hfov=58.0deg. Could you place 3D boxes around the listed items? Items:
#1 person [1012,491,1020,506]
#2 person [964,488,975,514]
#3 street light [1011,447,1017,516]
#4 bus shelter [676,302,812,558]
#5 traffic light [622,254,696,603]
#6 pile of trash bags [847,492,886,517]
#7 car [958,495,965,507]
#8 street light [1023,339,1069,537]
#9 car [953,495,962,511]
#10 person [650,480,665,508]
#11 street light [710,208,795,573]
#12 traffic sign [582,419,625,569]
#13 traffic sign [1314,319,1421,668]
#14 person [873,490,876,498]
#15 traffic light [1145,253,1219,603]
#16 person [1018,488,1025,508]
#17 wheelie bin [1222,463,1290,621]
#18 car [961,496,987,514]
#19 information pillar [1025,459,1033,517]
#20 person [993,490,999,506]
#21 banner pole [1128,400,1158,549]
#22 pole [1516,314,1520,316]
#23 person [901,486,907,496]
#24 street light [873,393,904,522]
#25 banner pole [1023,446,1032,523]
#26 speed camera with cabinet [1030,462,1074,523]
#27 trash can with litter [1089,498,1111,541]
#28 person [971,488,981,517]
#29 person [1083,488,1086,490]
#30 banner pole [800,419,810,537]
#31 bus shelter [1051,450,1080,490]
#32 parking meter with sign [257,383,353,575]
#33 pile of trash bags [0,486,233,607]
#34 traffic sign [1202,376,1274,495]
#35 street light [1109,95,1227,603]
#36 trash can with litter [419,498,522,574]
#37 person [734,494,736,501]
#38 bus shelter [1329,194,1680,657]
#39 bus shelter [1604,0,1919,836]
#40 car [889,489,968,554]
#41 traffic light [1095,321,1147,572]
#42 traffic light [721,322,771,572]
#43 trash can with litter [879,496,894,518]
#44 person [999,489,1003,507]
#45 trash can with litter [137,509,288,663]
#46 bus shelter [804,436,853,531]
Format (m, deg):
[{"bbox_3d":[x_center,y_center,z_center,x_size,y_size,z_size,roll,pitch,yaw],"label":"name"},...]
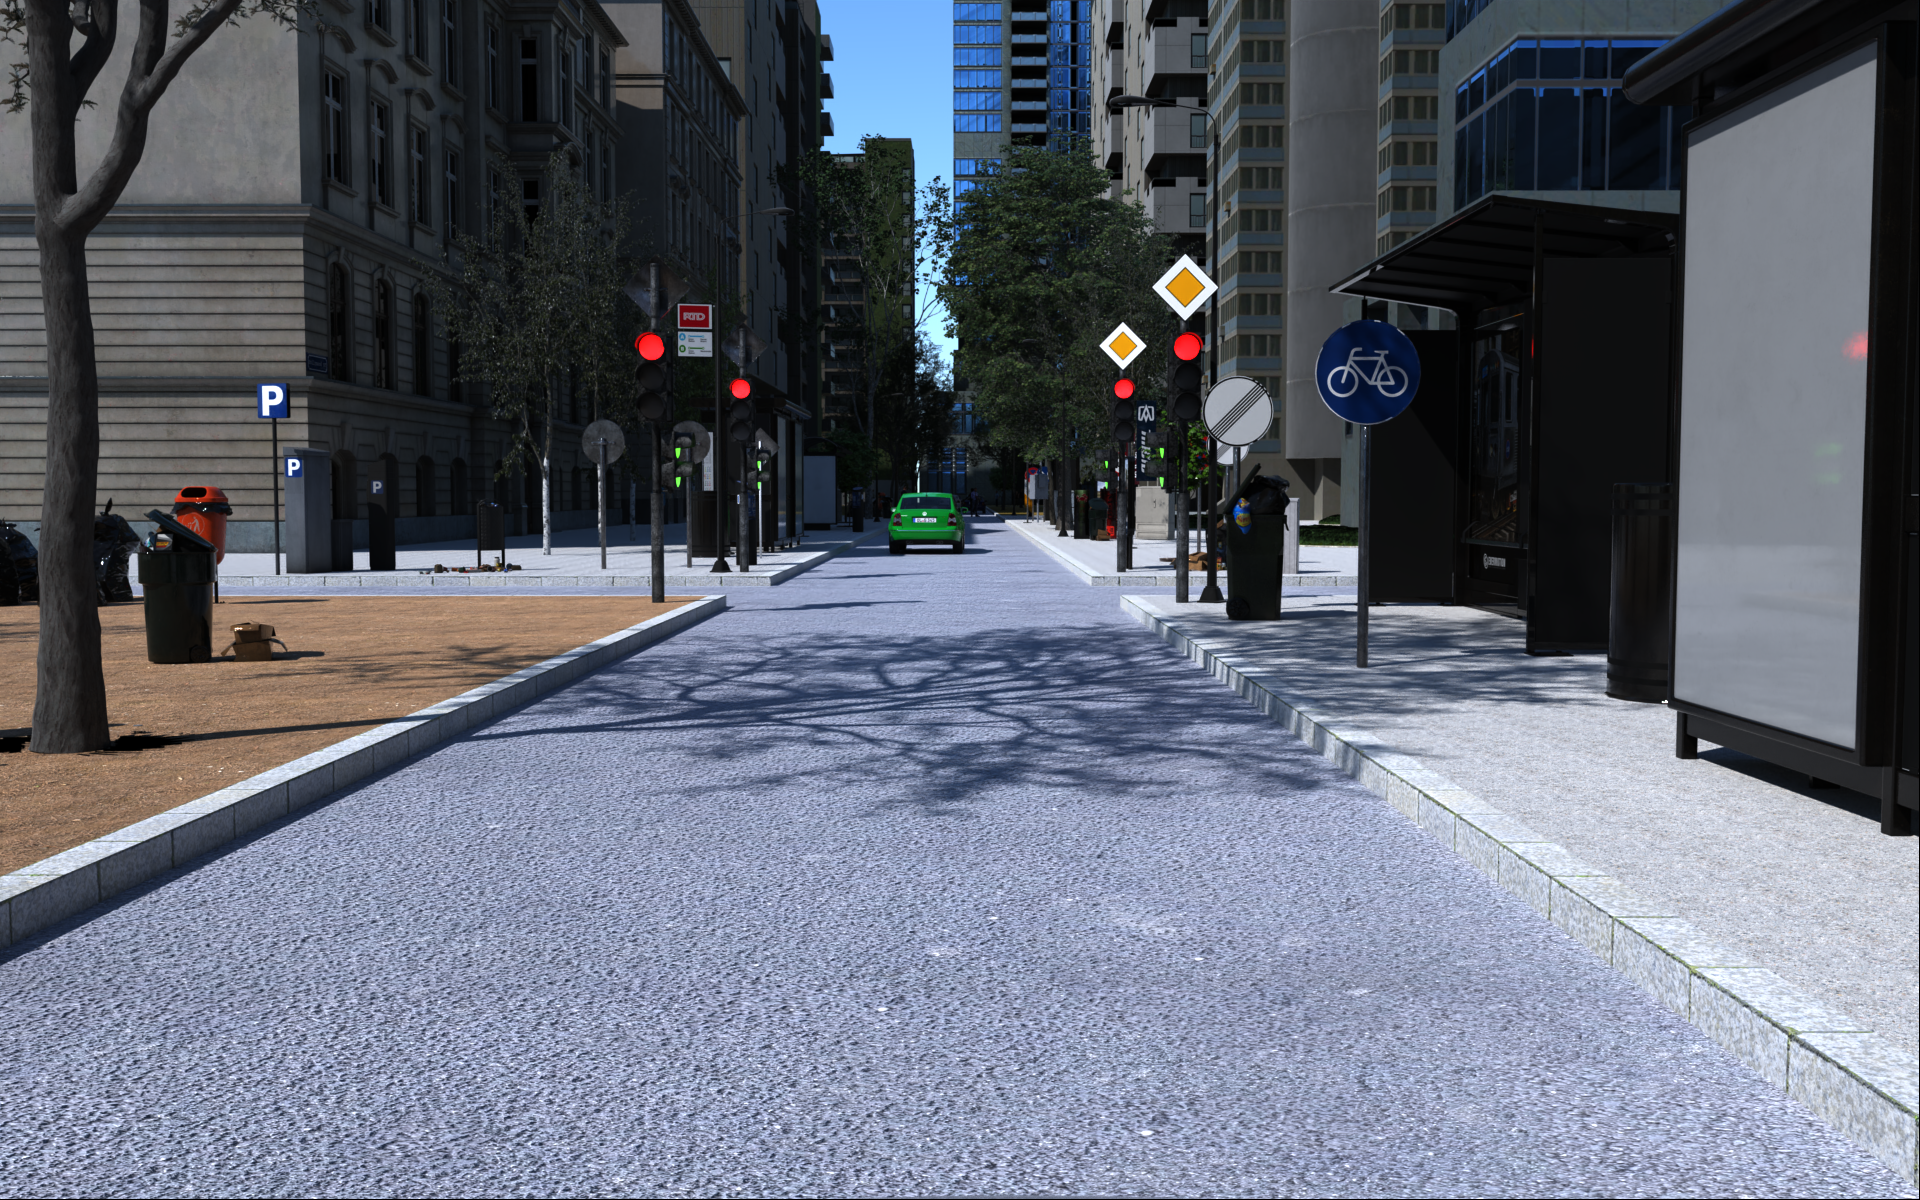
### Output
[{"bbox_3d":[6.051,-10.743,184.662,1.217,1.766,0.721,0,4,5],"label":"person"},{"bbox_3d":[0.876,-7.139,124.846,1.348,1.869,0.705,-3,4,-36],"label":"person"},{"bbox_3d":[2.686,-7.990,103.172,1.470,5.913,1.316,0,4,0],"label":"street light"},{"bbox_3d":[-4.834,-3.758,39.073,2.179,5.291,8.768,0,4,0],"label":"bus shelter"},{"bbox_3d":[-3.552,-1.923,20.367,0.839,4.253,0.868,0,4,0],"label":"traffic light"},{"bbox_3d":[-4.952,-5.265,95.843,1.912,1.369,3.447,-2,4,-29],"label":"pile of trash bags"},{"bbox_3d":[-0.546,-8.531,152.055,1.945,1.354,3.894,0,4,0],"label":"car"},{"bbox_3d":[2.576,-4.864,52.074,1.470,5.913,1.316,0,4,0],"label":"street light"},{"bbox_3d":[-0.823,-8.154,145.687,2.083,1.381,4.827,0,3,0],"label":"car"},{"bbox_3d":[-10.135,-3.167,58.167,0.601,1.785,0.444,-2,4,-35],"label":"person"},{"bbox_3d":[-3.381,-3.407,28.242,1.470,5.913,1.316,0,4,0],"label":"street light"},{"bbox_3d":[-6.093,-1.801,29.558,0.768,2.556,0.104,1,4,8],"label":"traffic sign"},{"bbox_3d":[2.979,-0.773,12.749,0.768,2.556,0.104,0,4,2],"label":"traffic sign"},{"bbox_3d":[-8.953,-10.589,179.964,0.721,1.735,1.217,-2,4,-26],"label":"person"},{"bbox_3d":[2.609,-1.923,20.363,0.839,4.253,0.868,0,4,0],"label":"traffic light"},{"bbox_3d":[5.657,-9.346,158.860,0.705,1.822,1.348,3,4,37],"label":"person"},{"bbox_3d":[3.046,-0.606,17.812,0.693,1.594,0.980,1,4,9],"label":"wheelie bin"},{"bbox_3d":[1.055,-7.070,128.170,1.945,1.354,3.894,0,4,1],"label":"car"},{"bbox_3d":[3.908,-6.519,97.940,0.504,3.616,0.183,1,4,18],"label":"information pillar"},{"bbox_3d":[3.862,-10.698,183.392,0.705,1.826,1.348,-1,4,-21],"label":"person"},{"bbox_3d":[4.213,-3.101,40.716,0.863,3.779,0.401,0,4,4],"label":"banner pole"},{"bbox_3d":[6.390,-1.582,19.713,0.158,3.312,0.155,0,3,0],"label":"pole"},{"bbox_3d":[-3.545,-6.385,110.889,0.683,1.767,0.568,3,5,42],"label":"person"},{"bbox_3d":[-3.293,-6.562,79.825,1.470,5.913,1.316,0,4,0],"label":"street light"},{"bbox_3d":[2.994,-5.324,77.065,0.401,3.779,0.863,0,4,-2],"label":"banner pole"},{"bbox_3d":[4.175,-5.147,78.492,2.038,3.252,0.660,-2,4,-26],"label":"speed camera with cabinet"},{"bbox_3d":[3.922,-2.221,47.707,0.624,1.170,1.055,-1,4,-13],"label":"trash can with litter"},{"bbox_3d":[1.016,-6.196,109.678,0.709,1.838,0.599,-3,5,-42],"label":"person"},{"bbox_3d":[11.043,-9.063,154.232,1.348,1.823,0.705,2,4,34],"label":"person"},{"bbox_3d":[-4.847,-3.775,51.736,0.401,3.779,0.863,2,4,33],"label":"banner pole"},{"bbox_3d":[5.252,-6.035,89.951,1.731,3.624,6.357,0,4,0],"label":"bus shelter"},{"bbox_3d":[-10.577,-1.950,28.139,0.543,3.016,1.738,1,4,16],"label":"parking meter with sign"},{"bbox_3d":[-10.150,-0.640,20.212,3.447,1.369,1.912,0,4,6],"label":"pile of trash bags"},{"bbox_3d":[2.994,-1.140,18.752,0.768,2.556,0.104,0,4,2],"label":"traffic sign"},{"bbox_3d":[2.442,-2.924,20.351,1.470,5.913,1.316,0,4,0],"label":"street light"},{"bbox_3d":[-8.146,-1.077,28.666,1.678,1.210,2.233,3,4,36],"label":"trash can with litter"},{"bbox_3d":[-6.284,-2.665,49.585,0.580,1.828,0.573,2,4,28],"label":"person"},{"bbox_3d":[5.043,-1.556,16.731,1.731,3.624,6.357,0,4,0],"label":"bus shelter"},{"bbox_3d":[4.280,-1.786,6.826,2.179,5.291,8.768,0,3,0],"label":"bus shelter"},{"bbox_3d":[-0.784,-2.093,43.013,1.959,1.807,4.718,0,4,1],"label":"car"},{"bbox_3d":[2.635,-2.411,28.348,0.839,4.253,0.868,0,4,0],"label":"traffic light"},{"bbox_3d":[-3.527,-2.412,28.352,0.839,4.253,0.868,0,4,0],"label":"traffic light"},{"bbox_3d":[-3.799,-4.886,91.276,0.624,1.170,1.055,1,4,19],"label":"trash can with litter"},{"bbox_3d":[4.095,-9.948,168.772,0.705,1.814,1.350,-1,4,-14],"label":"person"},{"bbox_3d":[-5.755,-0.120,13.343,1.055,1.170,0.624,-1,4,-20],"label":"trash can with litter"},{"bbox_3d":[-5.090,-4.246,63.342,2.014,3.302,5.546,0,3,0],"label":"bus shelter"}]
